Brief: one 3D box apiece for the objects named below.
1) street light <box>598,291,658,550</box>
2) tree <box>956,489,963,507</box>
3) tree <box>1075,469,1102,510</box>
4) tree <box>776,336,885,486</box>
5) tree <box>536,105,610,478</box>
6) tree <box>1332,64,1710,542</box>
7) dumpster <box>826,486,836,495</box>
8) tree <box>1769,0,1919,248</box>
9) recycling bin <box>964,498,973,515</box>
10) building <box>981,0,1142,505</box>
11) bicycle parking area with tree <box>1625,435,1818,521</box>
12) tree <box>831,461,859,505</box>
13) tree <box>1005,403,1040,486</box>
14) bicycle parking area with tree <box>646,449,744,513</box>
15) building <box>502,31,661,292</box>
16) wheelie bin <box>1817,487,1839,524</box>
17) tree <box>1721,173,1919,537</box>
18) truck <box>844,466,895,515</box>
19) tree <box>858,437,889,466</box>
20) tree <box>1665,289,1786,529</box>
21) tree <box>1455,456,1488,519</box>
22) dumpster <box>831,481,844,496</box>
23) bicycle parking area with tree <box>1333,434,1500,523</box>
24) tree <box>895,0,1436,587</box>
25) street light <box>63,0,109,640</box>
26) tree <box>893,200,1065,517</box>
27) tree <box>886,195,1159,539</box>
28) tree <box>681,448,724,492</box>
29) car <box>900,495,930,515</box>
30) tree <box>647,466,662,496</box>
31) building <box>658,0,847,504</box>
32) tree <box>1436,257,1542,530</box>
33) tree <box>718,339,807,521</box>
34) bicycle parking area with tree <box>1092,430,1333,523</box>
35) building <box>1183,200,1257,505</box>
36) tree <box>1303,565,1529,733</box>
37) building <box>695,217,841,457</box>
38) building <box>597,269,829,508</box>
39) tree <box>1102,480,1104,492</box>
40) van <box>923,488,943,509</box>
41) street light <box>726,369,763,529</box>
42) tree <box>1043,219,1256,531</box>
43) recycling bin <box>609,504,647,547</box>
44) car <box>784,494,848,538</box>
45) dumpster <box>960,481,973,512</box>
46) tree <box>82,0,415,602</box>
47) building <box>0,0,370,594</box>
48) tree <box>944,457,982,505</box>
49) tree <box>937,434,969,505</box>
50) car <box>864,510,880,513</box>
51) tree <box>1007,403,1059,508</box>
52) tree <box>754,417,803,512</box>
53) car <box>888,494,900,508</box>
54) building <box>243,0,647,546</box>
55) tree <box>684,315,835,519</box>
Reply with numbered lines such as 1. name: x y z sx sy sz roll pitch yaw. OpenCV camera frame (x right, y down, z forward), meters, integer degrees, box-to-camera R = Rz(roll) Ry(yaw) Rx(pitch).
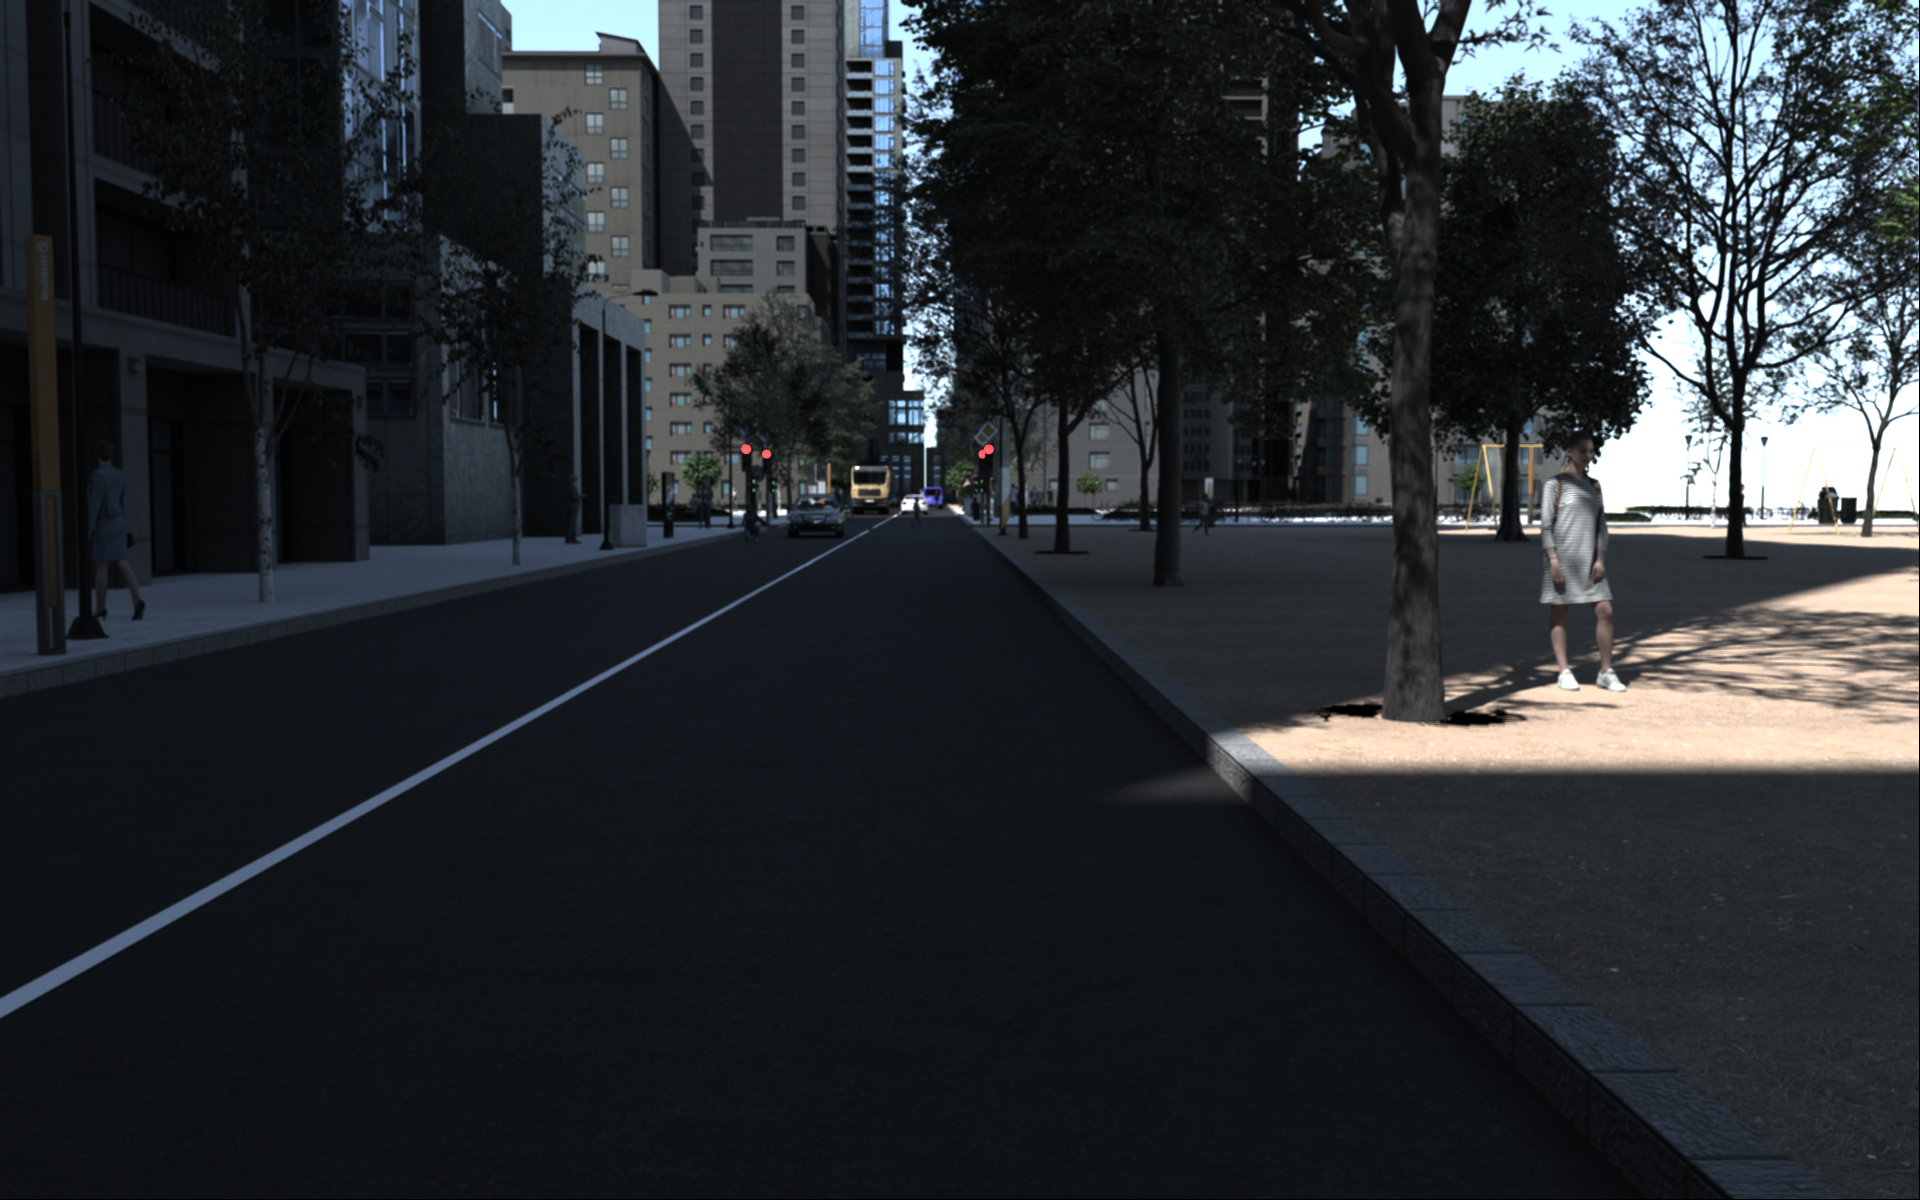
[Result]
1. street light: -7.587 -4.105 39.665 1.470 5.913 1.316 0 4 -1
2. tree: 0.427 -11.523 183.004 1.663 3.219 1.824 0 3 0
3. tree: 9.742 -8.660 136.197 1.663 3.219 1.824 0 3 0
4. tree: -10.706 -14.185 138.572 9.857 13.997 8.962 0 3 0
5. tree: -8.153 -4.934 31.036 4.360 8.622 3.978 0 3 0
6. tree: 14.994 -7.934 46.726 9.611 12.733 9.660 0 3 0
7. dumpster: -9.588 -7.286 124.892 1.264 1.857 1.865 0 4 -1
8. tree: 14.897 -5.975 23.447 9.928 11.665 9.643 0 3 0
9. recycling bin: 0.682 -5.732 106.270 0.722 1.027 0.722 1 4 13
10. building: 12.688 -45.794 186.979 20.563 71.187 20.611 0 4 -1
11. bicycle parking area with tree: 37.766 -6.003 85.158 8.231 4.147 9.016 -1 4 -12
12. tree: -10.648 -10.824 160.683 4.285 4.588 4.351 0 3 0
13. tree: 4.496 -11.684 141.390 4.737 8.622 4.395 0 3 0
14. bicycle parking area with tree: -18.916 -7.758 113.846 9.016 4.147 8.231 3 5 43
15. building: -48.656 -37.766 206.718 27.495 52.752 28.713 0 4 -1
16. wheelie bin: 37.135 -4.048 74.093 0.693 1.594 0.980 -2 4 -24
17. tree: 26.933 -7.126 50.916 8.767 10.594 7.601 0 4 6
18. truck: -6.266 -7.693 121.707 3.469 3.379 9.791 0 4 -2
19. tree: -10.978 -16.417 218.784 4.360 8.622 3.978 0 3 0
20. tree: 27.779 -6.911 63.362 4.360 8.622 3.978 0 3 0
21. tree: 26.170 -5.766 88.876 1.663 3.219 1.824 0 3 0
22. dumpster: -9.503 -7.803 130.072 1.502 2.255 1.985 0 4 -1
23. bicycle parking area with tree: 21.316 -5.725 80.612 9.016 4.147 8.231 3 5 44
24. tree: 2.506 -6.472 23.950 7.486 12.596 7.792 0 3 0
25. street light: -7.231 -2.611 15.227 1.470 5.913 1.316 0 4 -1
26. tree: 3.394 -14.556 93.887 12.611 20.169 13.585 0 3 0
27. tree: 1.881 -7.054 49.751 8.767 10.594 7.601 0 4 5
28. tree: -18.356 -8.523 123.062 4.285 4.588 4.351 0 3 0
29. car: -3.148 -6.598 120.236 2.083 1.381 4.827 0 4 -1
30. tree: -21.626 -7.736 121.083 1.663 3.219 1.824 0 3 0
31. building: -24.670 -47.255 210.868 20.611 71.187 20.563 0 4 -1
32. tree: 19.582 -8.314 61.691 9.928 11.665 9.643 0 3 0
33. tree: -9.069 -8.025 81.567 4.737 8.622 4.395 0 3 0
34. bicycle parking area with tree: 11.146 -5.687 79.985 9.016 4.147 8.231 -1 4 -12
35. building: 18.698 -31.706 210.273 32.217 40.220 23.993 0 4 -1
36. tree: 2.529 -6.071 9.634 12.009 13.543 11.850 0 3 0
37. building: -20.107 -25.262 184.736 14.160 30.474 14.107 0 4 -1
38. building: -27.094 -19.474 163.443 27.650 21.520 28.899 0 4 -1
39. tree: 11.257 -9.230 145.510 1.663 3.219 1.824 0 3 0
40. van: -2.633 -9.795 164.532 2.240 2.365 5.245 0 4 -3
41. street light: -7.986 -5.614 64.326 1.470 5.913 1.316 0 4 -1
42. tree: 6.508 -8.204 59.898 9.928 11.665 9.643 0 3 0
43. recycling bin: -8.055 -1.805 42.061 0.722 1.027 0.722 -2 4 -31
44. car: -4.831 -2.851 58.419 2.131 1.459 4.920 0 4 -3
45. dumpster: 0.760 -7.512 125.307 1.502 2.255 1.985 0 4 -1
46. tree: -8.014 -4.273 20.232 4.360 8.622 3.978 0 3 0
47. building: -21.570 -35.991 26.712 20.563 71.187 20.611 0 4 -1
48. tree: 0.544 -10.127 149.291 4.285 4.588 4.351 0 3 0
49. tree: -0.428 -15.585 205.171 4.360 8.622 3.978 0 3 0
50. car: -6.713 -7.225 129.920 2.131 1.459 4.920 0 4 0
51. tree: 4.846 -10.496 121.966 4.360 8.622 3.978 0 3 0
52. tree: -13.096 -10.682 125.020 4.360 8.622 3.978 0 3 0
53. car: -7.391 -10.425 182.246 2.131 1.459 4.920 0 4 -2
54. building: -27.028 -45.143 50.761 31.000 86.520 22.319 0 4 -1
55. tree: -9.922 -9.531 90.237 7.601 10.594 8.767 2 4 29
